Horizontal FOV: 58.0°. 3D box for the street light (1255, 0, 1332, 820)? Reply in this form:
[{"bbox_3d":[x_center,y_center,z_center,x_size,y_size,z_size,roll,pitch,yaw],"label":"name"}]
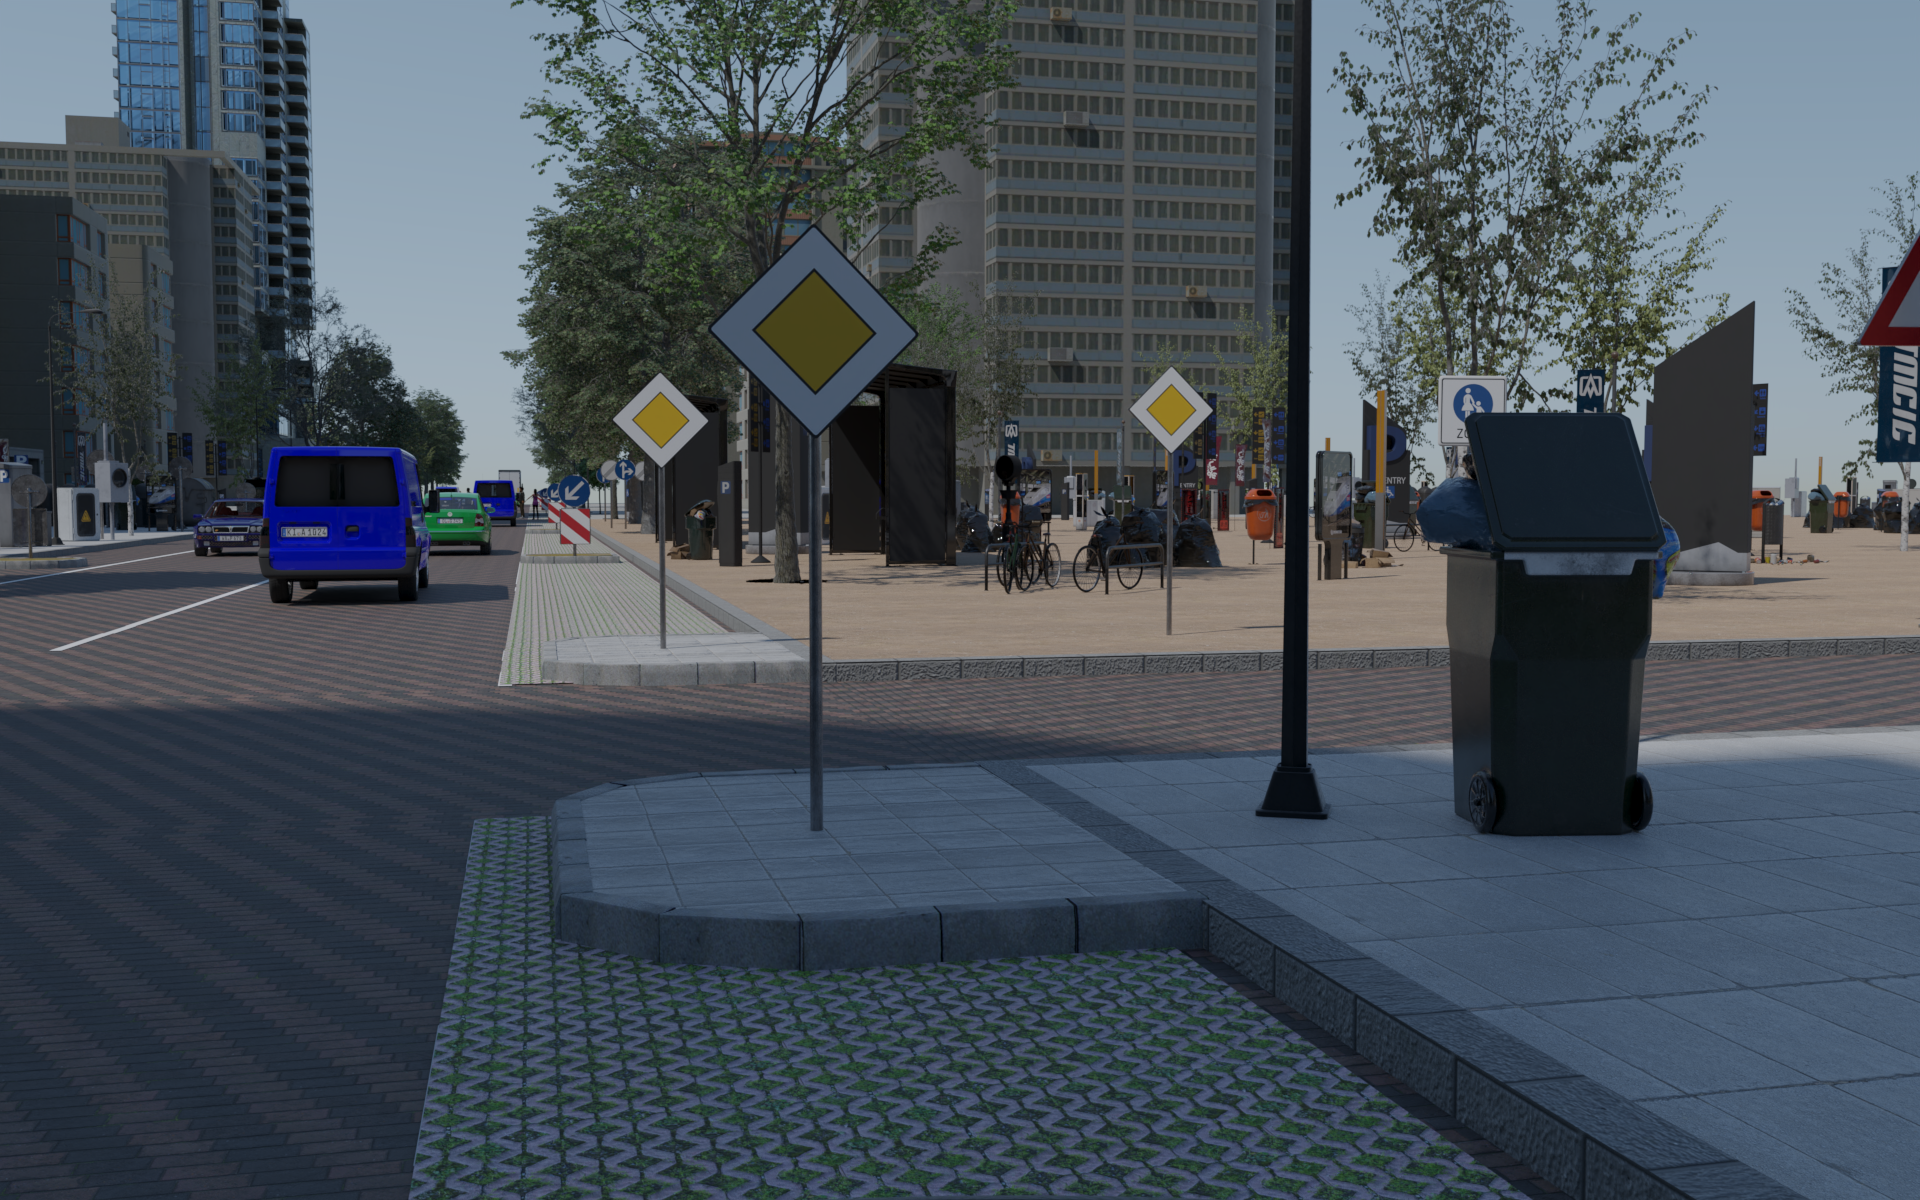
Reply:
[{"bbox_3d":[0.819,-2.088,6.680,1.470,5.913,1.316,-1,4,-14],"label":"street light"}]

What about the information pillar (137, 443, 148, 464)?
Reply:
[{"bbox_3d":[-36.765,-5.295,77.923,0.183,3.616,0.504,2,4,29],"label":"information pillar"}]

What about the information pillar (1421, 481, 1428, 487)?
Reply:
[{"bbox_3d":[26.522,-5.774,98.892,0.304,2.012,0.304,-1,4,-16],"label":"information pillar"}]

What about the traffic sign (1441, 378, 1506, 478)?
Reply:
[{"bbox_3d":[4.436,-0.792,15.082,0.606,2.300,0.079,0,4,-6],"label":"traffic sign"}]

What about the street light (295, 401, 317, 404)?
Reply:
[{"bbox_3d":[-32.716,-6.955,86.255,1.470,5.913,1.316,-1,4,-14],"label":"street light"}]

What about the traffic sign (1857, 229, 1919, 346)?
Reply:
[{"bbox_3d":[3.651,-0.386,6.320,0.884,2.594,0.081,0,4,-7],"label":"traffic sign"}]

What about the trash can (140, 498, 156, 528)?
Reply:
[{"bbox_3d":[-30.748,-3.313,65.818,0.748,1.137,0.748,0,3,0],"label":"trash can"}]

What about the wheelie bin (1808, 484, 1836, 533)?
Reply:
[{"bbox_3d":[28.151,-2.980,56.636,0.980,1.594,0.693,-3,5,-41],"label":"wheelie bin"}]

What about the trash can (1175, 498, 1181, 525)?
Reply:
[{"bbox_3d":[7.600,-2.889,58.881,0.748,1.137,0.748,0,3,0],"label":"trash can"}]

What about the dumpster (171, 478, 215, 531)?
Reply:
[{"bbox_3d":[-27.208,-3.400,61.355,1.264,1.857,1.865,-1,4,-14],"label":"dumpster"}]

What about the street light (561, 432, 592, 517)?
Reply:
[{"bbox_3d":[-21.638,-7.678,98.069,1.470,5.913,1.316,-1,4,-14],"label":"street light"}]

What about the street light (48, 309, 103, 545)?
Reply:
[{"bbox_3d":[-22.187,-4.339,43.487,1.470,5.913,1.316,-1,4,-14],"label":"street light"}]

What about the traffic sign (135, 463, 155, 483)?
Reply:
[{"bbox_3d":[-33.259,-4.321,70.747,0.768,2.556,0.104,-1,4,-12],"label":"traffic sign"}]

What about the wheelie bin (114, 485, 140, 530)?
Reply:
[{"bbox_3d":[-29.764,-3.287,61.659,0.980,1.594,0.693,-3,5,-39],"label":"wheelie bin"}]

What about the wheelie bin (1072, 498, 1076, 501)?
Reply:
[{"bbox_3d":[6.291,-5.058,90.612,0.693,1.594,0.980,-1,4,-21],"label":"wheelie bin"}]

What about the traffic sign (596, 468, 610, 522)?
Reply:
[{"bbox_3d":[-16.523,-4.925,80.624,0.768,2.556,0.104,-1,4,-11],"label":"traffic sign"}]

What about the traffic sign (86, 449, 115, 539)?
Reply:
[{"bbox_3d":[-24.422,-3.005,49.243,0.768,2.556,0.104,-1,4,-11],"label":"traffic sign"}]

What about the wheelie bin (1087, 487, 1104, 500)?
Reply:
[{"bbox_3d":[6.435,-4.539,82.126,0.980,1.594,0.693,0,4,2],"label":"wheelie bin"}]

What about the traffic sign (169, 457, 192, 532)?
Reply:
[{"bbox_3d":[-26.476,-3.594,58.865,0.768,2.556,0.104,0,4,-5],"label":"traffic sign"}]

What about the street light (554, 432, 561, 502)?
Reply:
[{"bbox_3d":[-29.480,-9.623,129.880,1.470,5.913,1.316,-1,4,-14],"label":"street light"}]

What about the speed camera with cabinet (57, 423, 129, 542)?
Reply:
[{"bbox_3d":[-23.851,-3.260,47.641,0.660,3.252,2.038,1,4,18],"label":"speed camera with cabinet"}]

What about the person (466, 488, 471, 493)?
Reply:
[{"bbox_3d":[-28.788,-5.674,101.367,0.705,1.812,1.348,2,4,28],"label":"person"}]

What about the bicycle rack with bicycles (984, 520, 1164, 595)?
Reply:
[{"bbox_3d":[1.357,-0.601,23.201,2.852,0.926,2.925,2,4,31],"label":"bicycle rack with bicycles"}]

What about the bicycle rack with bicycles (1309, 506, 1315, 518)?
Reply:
[{"bbox_3d":[19.616,-4.801,91.878,2.852,0.926,2.925,-3,5,-40],"label":"bicycle rack with bicycles"}]

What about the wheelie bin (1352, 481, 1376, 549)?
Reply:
[{"bbox_3d":[9.703,-2.015,40.852,0.693,1.594,0.980,-2,4,-28],"label":"wheelie bin"}]

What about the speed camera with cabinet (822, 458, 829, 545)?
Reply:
[{"bbox_3d":[-3.367,-3.049,44.189,0.660,3.252,2.038,1,4,23],"label":"speed camera with cabinet"}]

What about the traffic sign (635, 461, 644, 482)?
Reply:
[{"bbox_3d":[-12.300,-4.118,67.437,0.768,2.556,0.104,-1,4,-10],"label":"traffic sign"}]

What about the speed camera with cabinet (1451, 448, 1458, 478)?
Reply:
[{"bbox_3d":[18.136,-4.138,61.999,0.660,3.252,2.038,-1,4,-10],"label":"speed camera with cabinet"}]

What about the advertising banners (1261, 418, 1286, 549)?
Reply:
[{"bbox_3d":[7.548,-2.733,40.874,0.090,3.025,2.074,2,4,35],"label":"advertising banners"}]

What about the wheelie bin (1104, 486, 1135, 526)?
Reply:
[{"bbox_3d":[5.965,-3.436,64.085,0.980,1.594,0.693,0,4,-2],"label":"wheelie bin"}]

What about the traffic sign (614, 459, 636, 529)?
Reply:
[{"bbox_3d":[-12.267,-3.877,63.495,0.768,2.556,0.104,0,4,-6],"label":"traffic sign"}]

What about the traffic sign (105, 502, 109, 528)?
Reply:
[{"bbox_3d":[-32.385,-4.012,65.705,0.768,2.556,0.104,-1,4,-9],"label":"traffic sign"}]

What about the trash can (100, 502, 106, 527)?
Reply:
[{"bbox_3d":[-33.559,-3.409,67.393,0.748,1.137,0.748,0,3,0],"label":"trash can"}]

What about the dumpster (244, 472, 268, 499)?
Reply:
[{"bbox_3d":[-25.574,-3.636,64.401,1.985,2.255,1.502,-1,4,-16],"label":"dumpster"}]

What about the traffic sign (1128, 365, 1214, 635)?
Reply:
[{"bbox_3d":[1.896,-0.885,15.655,0.795,2.450,0.064,-1,4,-9],"label":"traffic sign"}]

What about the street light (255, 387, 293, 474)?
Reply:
[{"bbox_3d":[-29.965,-6.286,75.313,1.470,5.913,1.316,-1,4,-14],"label":"street light"}]

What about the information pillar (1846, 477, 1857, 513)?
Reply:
[{"bbox_3d":[39.036,-4.366,75.873,0.304,2.012,0.304,-2,4,-24],"label":"information pillar"}]

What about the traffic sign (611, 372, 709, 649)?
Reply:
[{"bbox_3d":[-2.464,-0.652,14.303,0.795,2.450,0.064,-1,4,-14],"label":"traffic sign"}]

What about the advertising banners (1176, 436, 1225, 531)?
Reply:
[{"bbox_3d":[6.901,-3.435,52.354,2.074,3.025,0.090,2,4,24],"label":"advertising banners"}]

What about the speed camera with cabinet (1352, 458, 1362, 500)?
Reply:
[{"bbox_3d":[21.010,-6.124,94.471,2.038,3.252,0.660,-1,4,-21],"label":"speed camera with cabinet"}]

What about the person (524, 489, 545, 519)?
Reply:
[{"bbox_3d":[-24.020,-5.426,97.891,1.217,1.739,0.721,-2,4,-31],"label":"person"}]

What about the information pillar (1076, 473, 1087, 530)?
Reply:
[{"bbox_3d":[4.300,-3.473,61.280,0.304,2.012,0.304,2,4,33],"label":"information pillar"}]

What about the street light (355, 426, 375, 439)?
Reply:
[{"bbox_3d":[-40.569,-8.900,118.063,1.470,5.913,1.316,-1,4,-14],"label":"street light"}]

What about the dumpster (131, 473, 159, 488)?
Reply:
[{"bbox_3d":[-34.579,-4.344,73.521,1.502,2.255,1.985,-1,4,-14],"label":"dumpster"}]

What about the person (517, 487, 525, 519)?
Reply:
[{"bbox_3d":[-25.561,-5.676,100.938,0.705,1.869,1.348,-2,4,-28],"label":"person"}]

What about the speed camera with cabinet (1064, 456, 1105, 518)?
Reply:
[{"bbox_3d":[6.418,-5.798,89.138,2.038,3.252,0.660,1,4,20],"label":"speed camera with cabinet"}]

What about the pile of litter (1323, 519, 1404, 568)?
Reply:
[{"bbox_3d":[7.125,-1.012,30.512,1.719,0.858,1.176,-1,4,-20],"label":"pile of litter"}]

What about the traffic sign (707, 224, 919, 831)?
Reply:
[{"bbox_3d":[-0.550,-0.178,6.550,0.795,2.450,0.064,-1,4,-14],"label":"traffic sign"}]

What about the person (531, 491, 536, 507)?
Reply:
[{"bbox_3d":[-45.694,-10.846,185.920,0.705,1.812,1.348,0,4,5],"label":"person"}]

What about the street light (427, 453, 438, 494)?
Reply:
[{"bbox_3d":[-60.380,-13.798,198.143,1.470,5.913,1.316,-1,4,-14],"label":"street light"}]

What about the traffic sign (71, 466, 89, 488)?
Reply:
[{"bbox_3d":[-31.957,-3.720,62.953,0.606,2.300,0.079,0,4,-7],"label":"traffic sign"}]

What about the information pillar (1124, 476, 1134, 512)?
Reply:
[{"bbox_3d":[6.699,-3.928,68.722,0.304,2.012,0.304,-3,4,-39],"label":"information pillar"}]

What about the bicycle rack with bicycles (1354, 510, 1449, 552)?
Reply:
[{"bbox_3d":[10.740,-1.513,38.112,2.925,0.926,2.852,-3,4,-38],"label":"bicycle rack with bicycles"}]

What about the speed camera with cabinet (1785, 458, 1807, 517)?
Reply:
[{"bbox_3d":[46.474,-6.236,96.288,0.660,3.252,2.038,3,5,43],"label":"speed camera with cabinet"}]

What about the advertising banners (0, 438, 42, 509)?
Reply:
[{"bbox_3d":[-29.378,-3.544,54.139,2.074,3.025,0.090,2,4,30],"label":"advertising banners"}]

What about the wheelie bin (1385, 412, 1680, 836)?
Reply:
[{"bbox_3d":[2.234,0.073,6.712,0.980,1.594,0.693,0,4,-3],"label":"wheelie bin"}]

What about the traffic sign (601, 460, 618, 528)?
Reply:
[{"bbox_3d":[-13.087,-3.969,65.000,0.768,2.556,0.104,-1,4,-12],"label":"traffic sign"}]

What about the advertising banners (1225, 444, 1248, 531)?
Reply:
[{"bbox_3d":[9.124,-3.909,60.098,2.074,3.025,0.090,-2,4,-27],"label":"advertising banners"}]
